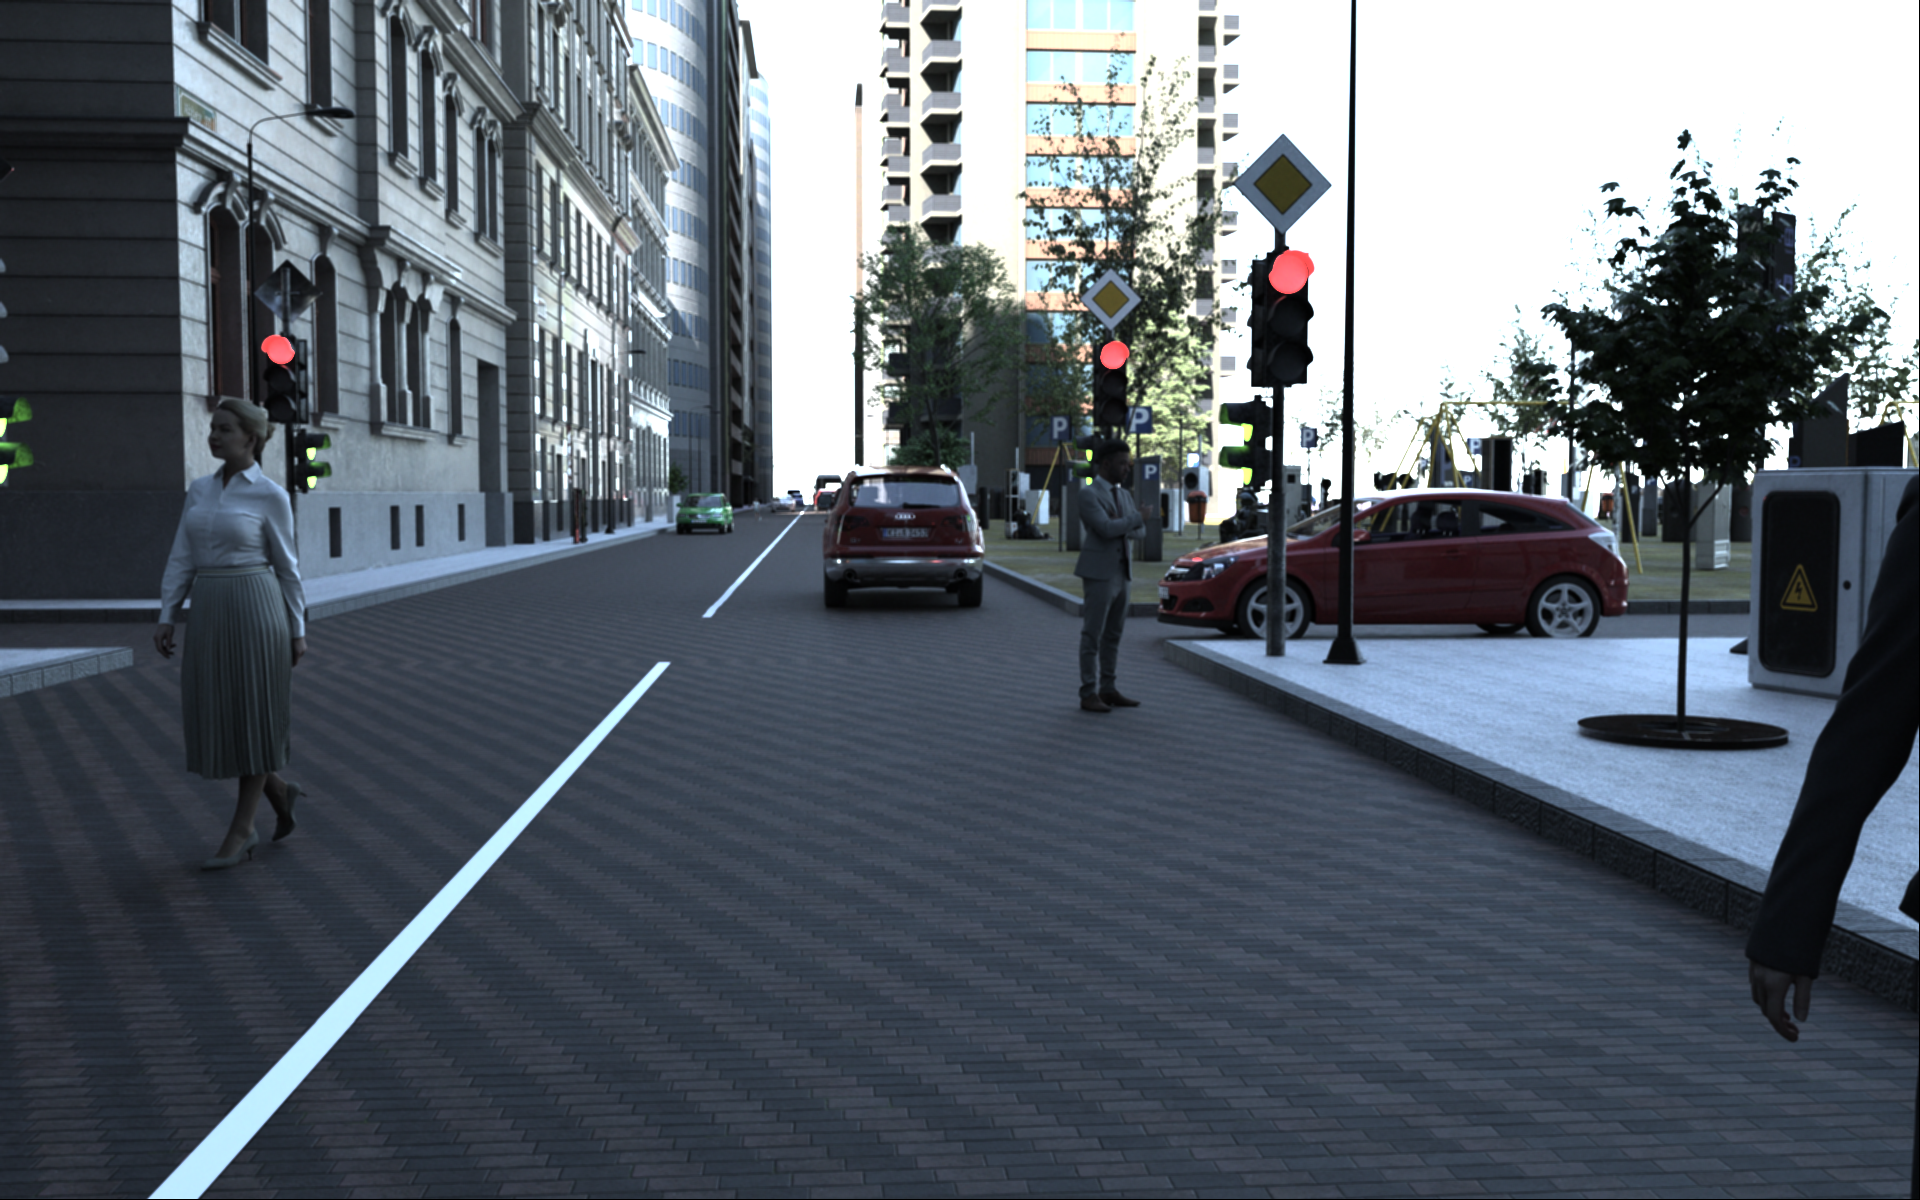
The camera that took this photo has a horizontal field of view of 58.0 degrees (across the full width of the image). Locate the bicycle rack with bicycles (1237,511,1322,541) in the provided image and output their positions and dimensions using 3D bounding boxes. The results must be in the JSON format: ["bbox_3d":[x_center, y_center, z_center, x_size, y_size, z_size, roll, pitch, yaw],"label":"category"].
[{"bbox_3d":[6.146,-1.046,30.491,2.925,0.926,2.852,0,4,2],"label":"bicycle rack with bicycles"}]

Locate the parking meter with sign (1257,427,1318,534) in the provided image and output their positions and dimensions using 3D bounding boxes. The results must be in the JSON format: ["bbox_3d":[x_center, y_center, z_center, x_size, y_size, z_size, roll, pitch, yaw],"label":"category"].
[{"bbox_3d":[8.486,-2.983,45.040,1.738,3.016,0.543,-2,4,-35],"label":"parking meter with sign"}]

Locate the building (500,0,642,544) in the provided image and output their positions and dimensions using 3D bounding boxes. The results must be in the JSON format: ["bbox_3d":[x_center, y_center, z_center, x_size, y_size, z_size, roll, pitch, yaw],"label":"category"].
[{"bbox_3d":[-17.539,-15.781,55.291,12.463,27.353,25.104,0,4,-5],"label":"building"}]

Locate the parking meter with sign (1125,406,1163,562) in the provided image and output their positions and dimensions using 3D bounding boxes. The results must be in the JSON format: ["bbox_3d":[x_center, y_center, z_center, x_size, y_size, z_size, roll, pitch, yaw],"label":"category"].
[{"bbox_3d":[3.606,-2.282,33.573,0.543,3.016,1.738,0,4,-5],"label":"parking meter with sign"}]

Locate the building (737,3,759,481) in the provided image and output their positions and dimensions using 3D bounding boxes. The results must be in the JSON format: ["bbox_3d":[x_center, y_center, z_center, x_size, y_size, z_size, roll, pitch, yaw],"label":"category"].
[{"bbox_3d":[-36.854,-36.806,191.023,28.713,52.752,27.495,0,4,-5],"label":"building"}]

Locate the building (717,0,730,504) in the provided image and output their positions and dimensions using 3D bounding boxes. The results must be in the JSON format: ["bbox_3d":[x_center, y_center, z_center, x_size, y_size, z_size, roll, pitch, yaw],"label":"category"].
[{"bbox_3d":[-24.960,-27.340,130.600,14.154,41.232,14.086,0,4,-5],"label":"building"}]

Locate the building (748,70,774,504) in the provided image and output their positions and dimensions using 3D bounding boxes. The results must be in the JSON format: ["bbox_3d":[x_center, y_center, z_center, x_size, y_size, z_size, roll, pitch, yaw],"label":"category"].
[{"bbox_3d":[-36.164,-42.288,233.411,21.231,58.520,28.212,0,4,-5],"label":"building"}]

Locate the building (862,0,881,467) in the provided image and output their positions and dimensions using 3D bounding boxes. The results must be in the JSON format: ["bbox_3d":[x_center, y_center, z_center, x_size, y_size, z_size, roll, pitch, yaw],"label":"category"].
[{"bbox_3d":[1.652,-37.676,157.995,21.231,58.520,28.212,0,4,-5],"label":"building"}]

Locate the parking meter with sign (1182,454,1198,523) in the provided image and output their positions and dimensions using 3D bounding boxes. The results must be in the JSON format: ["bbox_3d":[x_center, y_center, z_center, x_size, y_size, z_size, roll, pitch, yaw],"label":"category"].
[{"bbox_3d":[9.982,-4.894,76.273,0.543,3.016,1.738,-1,4,-12],"label":"parking meter with sign"}]

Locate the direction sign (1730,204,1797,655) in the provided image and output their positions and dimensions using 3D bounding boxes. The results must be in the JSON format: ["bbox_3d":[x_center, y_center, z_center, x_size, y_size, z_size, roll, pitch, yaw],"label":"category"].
[{"bbox_3d":[6.418,-1.338,13.869,0.876,3.537,0.379,-3,4,-38],"label":"direction sign"}]

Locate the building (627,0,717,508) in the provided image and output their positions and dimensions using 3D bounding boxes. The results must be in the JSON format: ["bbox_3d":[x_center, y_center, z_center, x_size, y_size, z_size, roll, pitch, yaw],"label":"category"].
[{"bbox_3d":[-26.481,-34.610,107.880,21.231,58.520,28.212,0,4,-5],"label":"building"}]

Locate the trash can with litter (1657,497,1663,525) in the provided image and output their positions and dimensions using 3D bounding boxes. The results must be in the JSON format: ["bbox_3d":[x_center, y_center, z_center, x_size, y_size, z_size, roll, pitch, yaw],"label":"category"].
[{"bbox_3d":[29.307,-3.741,72.548,0.624,1.170,1.055,3,5,43],"label":"trash can with litter"}]

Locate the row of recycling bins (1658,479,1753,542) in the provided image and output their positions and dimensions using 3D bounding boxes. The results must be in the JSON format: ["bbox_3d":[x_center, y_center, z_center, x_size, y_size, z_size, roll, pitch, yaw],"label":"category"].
[{"bbox_3d":[20.531,-2.422,46.709,3.534,1.692,1.069,-1,4,-15],"label":"row of recycling bins"}]

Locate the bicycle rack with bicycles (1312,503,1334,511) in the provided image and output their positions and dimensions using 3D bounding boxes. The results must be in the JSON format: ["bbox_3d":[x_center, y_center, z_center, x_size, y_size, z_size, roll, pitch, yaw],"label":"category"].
[{"bbox_3d":[15.842,-3.644,72.956,2.925,0.926,2.852,-2,4,-33],"label":"bicycle rack with bicycles"}]

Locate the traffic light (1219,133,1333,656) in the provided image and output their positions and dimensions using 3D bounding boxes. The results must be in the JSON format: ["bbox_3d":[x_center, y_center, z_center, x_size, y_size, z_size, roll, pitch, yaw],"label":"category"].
[{"bbox_3d":[2.490,-1.513,13.652,0.839,4.253,0.868,0,4,-5],"label":"traffic light"}]

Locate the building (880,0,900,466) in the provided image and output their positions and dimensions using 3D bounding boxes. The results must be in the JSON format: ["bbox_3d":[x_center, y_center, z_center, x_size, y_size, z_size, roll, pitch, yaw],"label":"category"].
[{"bbox_3d":[0.710,-27.678,136.132,14.154,41.232,14.086,0,4,-5],"label":"building"}]

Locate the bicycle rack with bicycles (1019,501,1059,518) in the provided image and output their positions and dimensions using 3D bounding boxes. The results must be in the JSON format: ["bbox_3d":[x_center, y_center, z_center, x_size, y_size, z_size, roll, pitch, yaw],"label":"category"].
[{"bbox_3d":[3.933,-4.910,93.662,2.852,0.926,2.925,-2,4,-27],"label":"bicycle rack with bicycles"}]

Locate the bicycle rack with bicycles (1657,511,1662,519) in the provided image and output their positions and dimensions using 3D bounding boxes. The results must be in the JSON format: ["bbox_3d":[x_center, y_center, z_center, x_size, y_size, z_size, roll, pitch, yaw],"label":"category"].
[{"bbox_3d":[27.868,-3.242,66.390,2.852,0.926,2.925,0,4,-8],"label":"bicycle rack with bicycles"}]

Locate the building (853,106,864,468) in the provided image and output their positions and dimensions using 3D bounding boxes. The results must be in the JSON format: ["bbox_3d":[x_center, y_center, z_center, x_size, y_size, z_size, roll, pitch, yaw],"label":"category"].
[{"bbox_3d":[-5.060,-33.434,196.763,14.600,45.320,14.200,0,4,-5],"label":"building"}]

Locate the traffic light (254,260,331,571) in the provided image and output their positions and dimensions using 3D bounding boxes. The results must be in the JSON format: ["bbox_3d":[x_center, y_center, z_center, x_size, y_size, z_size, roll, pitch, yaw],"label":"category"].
[{"bbox_3d":[-8.033,-1.950,20.796,0.839,4.253,0.868,0,4,-5],"label":"traffic light"}]

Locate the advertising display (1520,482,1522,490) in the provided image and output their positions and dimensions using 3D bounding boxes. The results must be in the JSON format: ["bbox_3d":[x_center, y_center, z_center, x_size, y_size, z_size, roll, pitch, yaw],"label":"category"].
[{"bbox_3d":[29.280,-5.187,90.027,0.123,1.923,0.974,0,4,-1],"label":"advertising display"}]

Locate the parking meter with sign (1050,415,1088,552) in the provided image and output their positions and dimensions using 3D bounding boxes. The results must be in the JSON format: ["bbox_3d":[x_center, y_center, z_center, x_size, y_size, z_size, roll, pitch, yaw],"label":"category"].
[{"bbox_3d":[2.783,-2.622,39.133,0.543,3.016,1.738,3,5,41],"label":"parking meter with sign"}]

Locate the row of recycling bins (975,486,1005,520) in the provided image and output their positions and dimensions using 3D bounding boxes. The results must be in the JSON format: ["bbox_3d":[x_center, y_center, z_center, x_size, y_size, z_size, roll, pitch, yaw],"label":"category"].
[{"bbox_3d":[1.810,-4.981,88.558,1.069,1.692,3.534,-2,4,-27],"label":"row of recycling bins"}]

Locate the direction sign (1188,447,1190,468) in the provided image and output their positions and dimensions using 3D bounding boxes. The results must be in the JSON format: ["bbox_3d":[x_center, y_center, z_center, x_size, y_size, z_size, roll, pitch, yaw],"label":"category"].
[{"bbox_3d":[10.966,-5.572,83.104,0.379,3.537,0.876,0,4,3],"label":"direction sign"}]

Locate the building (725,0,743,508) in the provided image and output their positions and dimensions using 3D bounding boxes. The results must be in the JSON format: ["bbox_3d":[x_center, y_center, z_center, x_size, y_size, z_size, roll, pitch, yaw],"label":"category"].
[{"bbox_3d":[-29.938,-32.085,148.285,21.300,48.544,21.600,0,4,-5],"label":"building"}]

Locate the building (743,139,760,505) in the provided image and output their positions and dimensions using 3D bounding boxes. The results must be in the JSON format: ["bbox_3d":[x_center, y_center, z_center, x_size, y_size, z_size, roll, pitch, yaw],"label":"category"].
[{"bbox_3d":[-32.063,-34.419,212.867,14.600,45.320,14.200,0,4,-5],"label":"building"}]

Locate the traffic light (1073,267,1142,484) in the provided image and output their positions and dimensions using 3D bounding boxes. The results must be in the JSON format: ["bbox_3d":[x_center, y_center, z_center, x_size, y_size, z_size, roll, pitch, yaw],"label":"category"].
[{"bbox_3d":[1.844,-1.999,21.611,0.839,4.253,0.868,0,4,-5],"label":"traffic light"}]

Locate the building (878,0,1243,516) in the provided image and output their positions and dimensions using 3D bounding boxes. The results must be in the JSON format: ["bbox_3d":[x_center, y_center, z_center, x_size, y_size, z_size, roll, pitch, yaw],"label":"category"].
[{"bbox_3d":[5.909,-28.106,114.154,22.147,44.769,28.867,0,4,-5],"label":"building"}]

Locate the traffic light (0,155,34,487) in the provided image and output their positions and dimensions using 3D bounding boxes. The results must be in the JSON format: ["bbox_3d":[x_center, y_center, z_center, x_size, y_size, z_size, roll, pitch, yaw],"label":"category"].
[{"bbox_3d":[-7.387,-1.463,12.837,0.839,4.253,0.868,0,4,-5],"label":"traffic light"}]

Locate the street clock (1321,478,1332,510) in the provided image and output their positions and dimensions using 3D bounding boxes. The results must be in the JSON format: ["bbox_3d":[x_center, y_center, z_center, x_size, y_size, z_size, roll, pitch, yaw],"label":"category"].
[{"bbox_3d":[16.790,-4.575,79.371,0.471,2.002,0.358,3,5,44],"label":"street clock"}]

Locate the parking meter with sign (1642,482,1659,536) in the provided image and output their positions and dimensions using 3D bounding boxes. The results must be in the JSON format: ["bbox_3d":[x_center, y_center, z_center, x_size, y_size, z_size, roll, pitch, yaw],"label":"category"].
[{"bbox_3d":[21.179,-3.479,53.148,0.543,3.016,1.738,1,4,22],"label":"parking meter with sign"}]

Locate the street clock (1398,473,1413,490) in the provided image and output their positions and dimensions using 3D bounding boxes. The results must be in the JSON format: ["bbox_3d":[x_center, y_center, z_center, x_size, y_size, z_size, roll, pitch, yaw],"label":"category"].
[{"bbox_3d":[15.161,-3.331,59.026,0.471,2.002,0.358,0,4,-3],"label":"street clock"}]

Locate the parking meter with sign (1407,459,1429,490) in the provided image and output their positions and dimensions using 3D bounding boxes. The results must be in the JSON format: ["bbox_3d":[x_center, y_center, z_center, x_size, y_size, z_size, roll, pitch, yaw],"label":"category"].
[{"bbox_3d":[22.454,-5.506,86.278,1.738,3.016,0.543,-2,4,-25],"label":"parking meter with sign"}]

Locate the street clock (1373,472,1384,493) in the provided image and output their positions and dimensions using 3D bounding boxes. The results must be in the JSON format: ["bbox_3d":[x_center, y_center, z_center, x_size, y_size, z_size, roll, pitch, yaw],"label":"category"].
[{"bbox_3d":[13.987,-3.260,57.875,0.358,2.002,0.471,3,4,36],"label":"street clock"}]

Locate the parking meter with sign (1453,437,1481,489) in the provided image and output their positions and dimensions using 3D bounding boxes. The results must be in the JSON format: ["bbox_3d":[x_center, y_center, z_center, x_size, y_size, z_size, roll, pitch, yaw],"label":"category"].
[{"bbox_3d":[15.675,-3.525,53.898,0.543,3.016,1.738,0,4,-6],"label":"parking meter with sign"}]

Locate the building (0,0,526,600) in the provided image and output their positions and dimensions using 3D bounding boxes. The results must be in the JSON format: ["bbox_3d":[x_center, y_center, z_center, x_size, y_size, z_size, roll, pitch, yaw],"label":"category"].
[{"bbox_3d":[-16.457,-14.891,30.865,14.401,28.519,23.554,0,4,-5],"label":"building"}]

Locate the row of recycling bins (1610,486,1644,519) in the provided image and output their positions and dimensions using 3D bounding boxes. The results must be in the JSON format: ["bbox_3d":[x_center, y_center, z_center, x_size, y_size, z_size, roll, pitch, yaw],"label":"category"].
[{"bbox_3d":[34.764,-4.930,87.717,3.534,1.692,1.069,2,4,32],"label":"row of recycling bins"}]

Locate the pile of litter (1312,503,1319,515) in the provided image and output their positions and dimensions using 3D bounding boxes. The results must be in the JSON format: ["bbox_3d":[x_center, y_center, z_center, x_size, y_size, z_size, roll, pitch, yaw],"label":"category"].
[{"bbox_3d":[20.489,-5.152,98.206,1.719,0.858,1.176,3,4,39],"label":"pile of litter"}]

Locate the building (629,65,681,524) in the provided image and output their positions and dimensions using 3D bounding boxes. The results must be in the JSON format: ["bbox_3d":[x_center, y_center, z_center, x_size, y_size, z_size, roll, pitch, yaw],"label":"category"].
[{"bbox_3d":[-19.237,-14.820,78.459,11.583,22.565,21.152,0,4,-5],"label":"building"}]

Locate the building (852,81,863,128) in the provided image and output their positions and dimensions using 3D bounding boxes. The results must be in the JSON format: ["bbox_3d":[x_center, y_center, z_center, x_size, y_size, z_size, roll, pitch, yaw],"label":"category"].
[{"bbox_3d":[1.132,-38.475,218.307,28.713,52.752,27.495,0,4,-5],"label":"building"}]

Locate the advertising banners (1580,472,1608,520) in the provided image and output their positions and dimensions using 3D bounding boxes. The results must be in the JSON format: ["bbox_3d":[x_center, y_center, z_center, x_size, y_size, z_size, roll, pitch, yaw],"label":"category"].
[{"bbox_3d":[31.542,-5.531,86.626,2.074,3.025,0.090,-1,4,-15],"label":"advertising banners"}]

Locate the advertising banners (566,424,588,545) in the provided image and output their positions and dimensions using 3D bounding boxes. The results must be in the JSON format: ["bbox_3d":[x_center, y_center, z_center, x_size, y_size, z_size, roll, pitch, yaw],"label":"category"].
[{"bbox_3d":[-9.850,-2.953,44.468,0.090,3.025,2.074,0,4,1],"label":"advertising banners"}]

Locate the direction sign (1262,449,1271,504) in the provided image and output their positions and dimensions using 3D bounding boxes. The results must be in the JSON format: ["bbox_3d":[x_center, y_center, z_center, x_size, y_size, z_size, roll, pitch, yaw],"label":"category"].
[{"bbox_3d":[15.298,-5.832,87.353,0.379,3.537,0.876,-3,5,-45],"label":"direction sign"}]

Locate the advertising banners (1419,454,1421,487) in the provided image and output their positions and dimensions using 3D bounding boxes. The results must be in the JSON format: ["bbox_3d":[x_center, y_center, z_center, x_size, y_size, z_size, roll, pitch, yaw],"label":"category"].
[{"bbox_3d":[18.516,-4.478,69.406,0.090,3.025,2.074,1,4,21],"label":"advertising banners"}]

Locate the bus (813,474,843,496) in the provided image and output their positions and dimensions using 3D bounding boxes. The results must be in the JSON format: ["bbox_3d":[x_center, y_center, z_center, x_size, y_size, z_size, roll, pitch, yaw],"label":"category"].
[{"bbox_3d":[-12.514,-10.386,164.672,2.948,3.499,13.247,0,4,-5],"label":"bus"}]
